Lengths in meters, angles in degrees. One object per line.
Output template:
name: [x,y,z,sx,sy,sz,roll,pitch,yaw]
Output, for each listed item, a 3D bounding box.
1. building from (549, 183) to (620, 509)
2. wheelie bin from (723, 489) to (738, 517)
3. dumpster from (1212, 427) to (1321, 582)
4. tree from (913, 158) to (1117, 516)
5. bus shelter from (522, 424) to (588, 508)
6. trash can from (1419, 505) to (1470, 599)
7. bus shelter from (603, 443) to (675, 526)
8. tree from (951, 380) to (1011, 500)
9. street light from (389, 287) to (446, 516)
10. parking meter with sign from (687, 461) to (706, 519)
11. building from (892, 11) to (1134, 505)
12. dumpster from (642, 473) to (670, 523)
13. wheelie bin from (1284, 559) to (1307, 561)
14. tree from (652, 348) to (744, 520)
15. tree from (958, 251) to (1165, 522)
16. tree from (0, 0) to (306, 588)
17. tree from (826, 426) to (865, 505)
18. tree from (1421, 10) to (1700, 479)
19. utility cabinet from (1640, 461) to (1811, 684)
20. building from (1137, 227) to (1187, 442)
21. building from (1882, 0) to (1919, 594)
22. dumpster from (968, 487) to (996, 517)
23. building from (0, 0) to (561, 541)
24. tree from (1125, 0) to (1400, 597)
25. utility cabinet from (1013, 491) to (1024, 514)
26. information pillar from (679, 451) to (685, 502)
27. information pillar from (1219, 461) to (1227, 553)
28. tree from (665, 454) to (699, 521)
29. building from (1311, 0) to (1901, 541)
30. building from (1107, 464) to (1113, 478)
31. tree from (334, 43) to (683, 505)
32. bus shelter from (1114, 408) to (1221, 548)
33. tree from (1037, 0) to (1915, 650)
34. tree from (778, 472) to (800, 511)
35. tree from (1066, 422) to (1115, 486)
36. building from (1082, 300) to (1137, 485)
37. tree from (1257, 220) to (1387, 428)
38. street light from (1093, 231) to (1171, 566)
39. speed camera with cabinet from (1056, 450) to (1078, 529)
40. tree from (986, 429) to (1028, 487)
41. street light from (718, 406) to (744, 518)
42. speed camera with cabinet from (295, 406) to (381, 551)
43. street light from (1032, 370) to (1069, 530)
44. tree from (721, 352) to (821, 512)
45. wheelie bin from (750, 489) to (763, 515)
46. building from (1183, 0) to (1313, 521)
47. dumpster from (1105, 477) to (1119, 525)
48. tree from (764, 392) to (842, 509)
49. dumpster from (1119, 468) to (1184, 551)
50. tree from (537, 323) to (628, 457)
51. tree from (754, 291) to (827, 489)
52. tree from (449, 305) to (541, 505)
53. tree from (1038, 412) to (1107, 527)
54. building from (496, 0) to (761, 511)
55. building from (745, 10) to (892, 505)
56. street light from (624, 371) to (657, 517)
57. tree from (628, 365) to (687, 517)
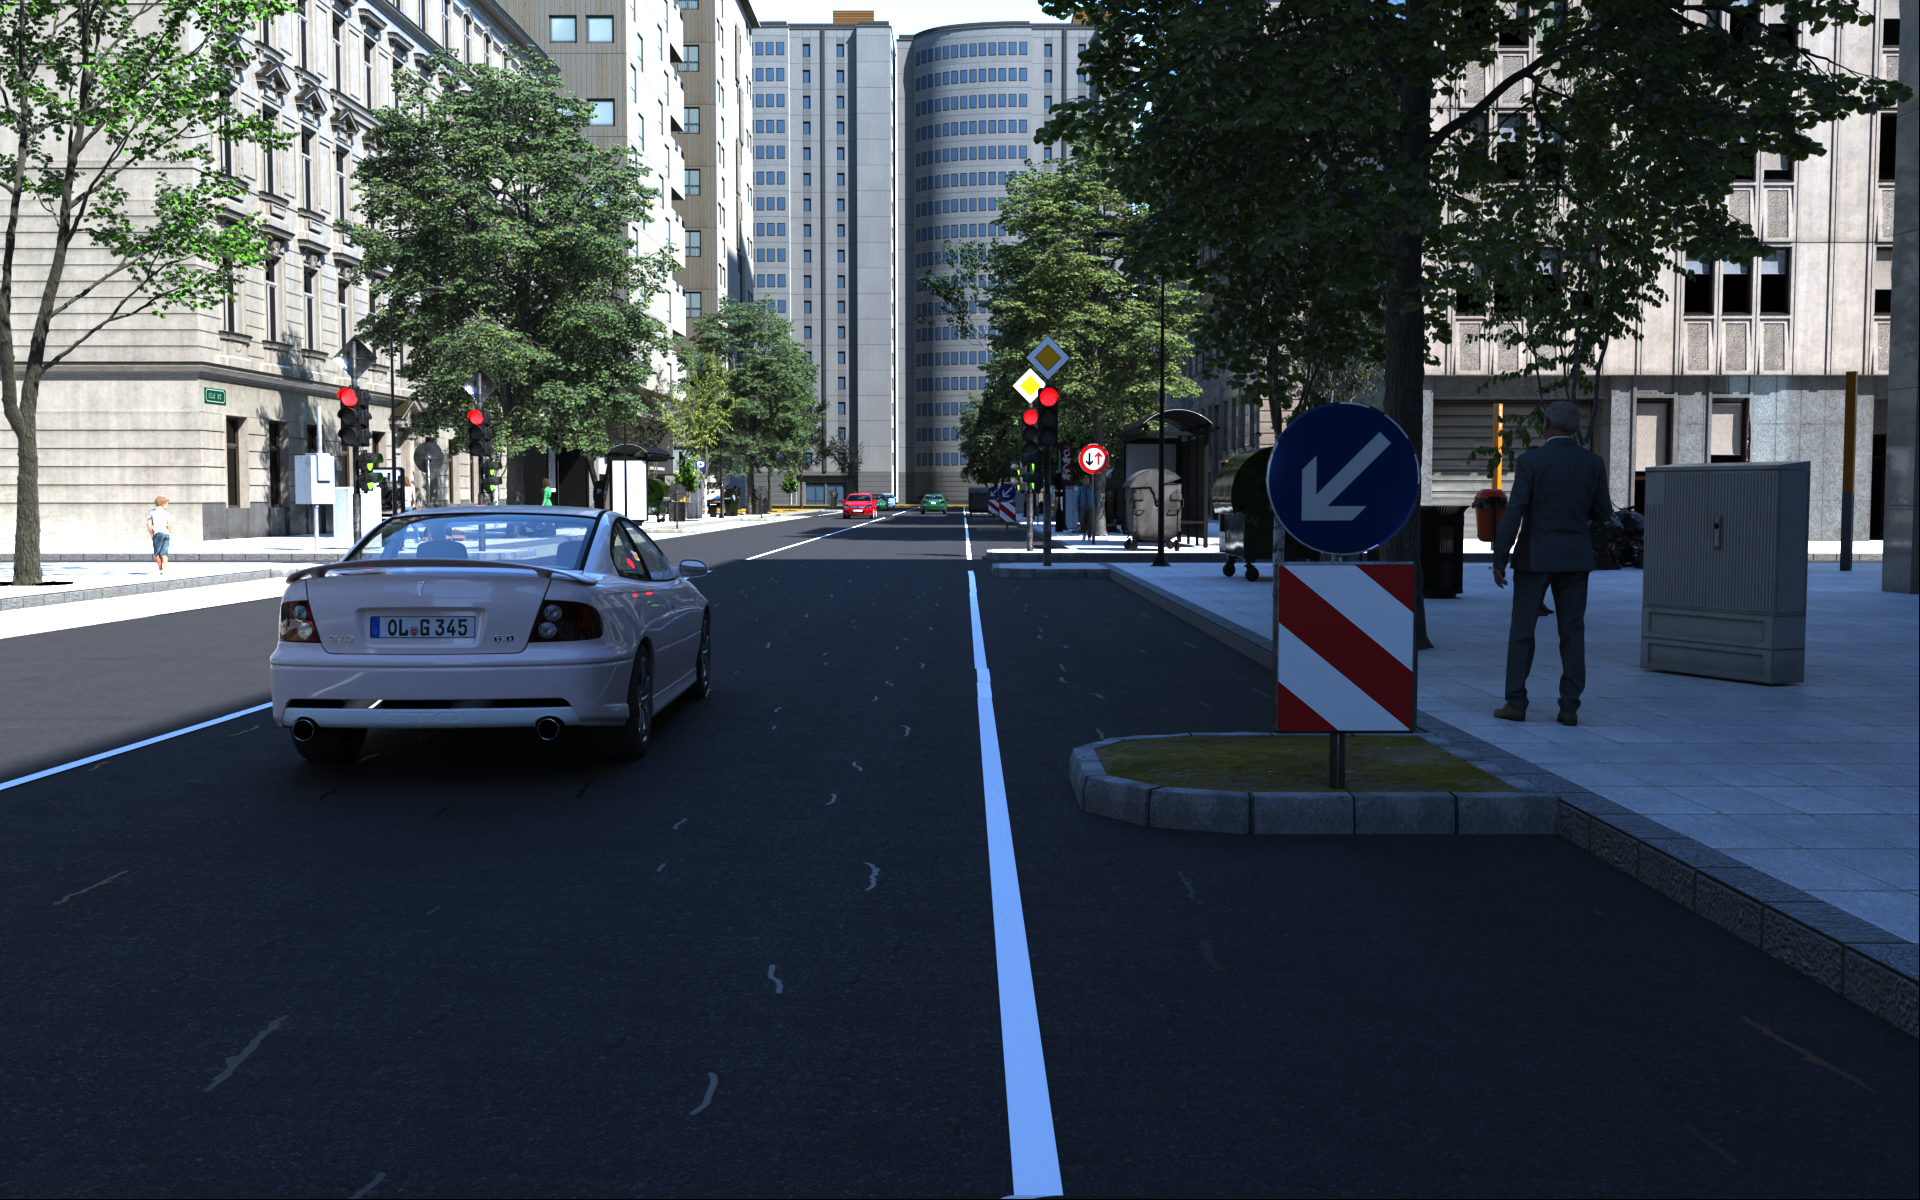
building: [-28.276,-14.152,98.845,16.820,18.784,16.811,0,3,0]
wheelie bin: [-13.042,-5.555,98.724,0.980,1.594,0.693,3,5,41]
dumpster: [4.681,-1.441,26.051,1.502,2.255,1.985,0,3,0]
tree: [3.390,-14.978,100.775,12.611,20.169,13.585,0,3,0]
bus shelter: [-14.216,-4.251,60.782,1.731,3.624,6.357,0,4,0]
trash can: [5.916,-0.598,21.435,0.748,1.137,0.748,0,3,0]
bus shelter: [-13.272,-4.764,71.819,2.014,3.302,5.546,0,3,0]
tree: [3.813,-17.163,187.275,9.857,13.997,8.962,0,3,0]
street light: [-12.198,-4.059,38.909,1.470,5.913,1.316,0,3,0]
parking meter with sign: [-13.675,-5.712,89.658,0.543,3.016,1.738,1,4,10]
building: [6.404,-41.171,215.151,28.212,58.520,21.231,0,3,0]
dumpster: [-13.919,-4.613,77.918,1.502,2.255,1.985,0,4,0]
wheelie bin: [5.805,-1.347,29.927,0.693,1.594,0.980,2,4,24]
tree: [-12.970,-8.322,86.424,4.737,8.622,4.395,0,3,0]
tree: [4.706,-9.953,79.747,9.611,12.733,9.660,0,3,0]
tree: [-13.022,-6.000,23.858,9.928,11.665,9.643,0,3,0]
tree: [-12.378,-14.488,187.237,4.360,8.622,3.978,0,3,0]
tree: [9.355,-4.641,26.241,4.737,8.622,4.395,0,3,0]
utility cabinet: [5.293,-0.206,12.054,0.318,1.500,1.173,-1,4,-23]
building: [16.779,-15.319,105.219,10.420,20.320,16.860,0,3,0]
building: [21.764,-12.269,5.117,19.350,26.468,34.151,0,3,0]
dumpster: [1.419,-6.256,110.494,1.865,1.857,1.264,0,4,1]
building: [-28.493,-17.817,67.724,17.030,29.872,44.131,0,3,0]
tree: [4.184,-4.331,21.180,4.737,8.622,4.395,0,3,0]
utility cabinet: [3.971,-6.292,111.547,1.173,1.500,0.318,2,4,26]
information pillar: [-15.148,-6.305,94.435,0.183,3.616,0.504,1,4,23]
information pillar: [5.906,-2.054,38.077,0.304,2.012,0.304,-1,4,-20]
tree: [-12.826,-5.343,81.951,1.663,3.219,1.824,0,3,0]
building: [21.754,-14.308,51.950,19.932,24.808,12.078,0,3,0]
building: [23.615,-50.302,135.107,22.319,86.520,31.000,0,3,0]
tree: [-12.724,-8.748,49.687,9.857,13.997,8.962,0,3,0]
bus shelter: [5.138,-3.040,43.634,2.014,3.302,5.546,0,3,0]
tree: [3.771,-5.841,13.630,7.486,12.596,7.792,0,3,0]
tree: [-13.046,-8.370,131.442,1.663,3.219,1.824,0,3,0]
tree: [8.752,-9.908,112.363,4.360,8.622,3.978,0,3,0]
building: [26.509,-19.741,167.801,27.650,21.520,28.899,0,3,0]
tree: [8.816,-5.526,40.720,4.360,8.622,3.978,0,3,0]
street light: [3.041,-3.558,30.715,1.470,5.913,1.316,0,3,0]
speed camera with cabinet: [4.020,-4.314,64.869,0.660,3.252,2.038,0,4,-3]
tree: [5.050,-12.461,154.103,4.737,8.622,4.395,0,3,0]
street light: [-12.138,-7.296,91.828,1.470,5.913,1.316,0,3,0]
speed camera with cabinet: [-14.313,-2.786,39.888,0.660,3.252,2.038,2,4,28]
street light: [3.154,-5.433,61.369,1.470,5.913,1.316,0,3,0]
tree: [-13.646,-12.175,124.813,9.928,11.665,9.643,0,3,0]
wheelie bin: [-12.531,-6.060,106.991,0.980,1.594,0.693,0,4,5]
building: [18.163,-17.541,84.060,12.463,27.353,25.104,0,3,0]
dumpster: [5.202,-3.287,59.497,1.264,1.857,1.865,0,3,0]
tree: [-13.840,-13.073,148.149,8.767,10.594,7.601,3,4,38]
dumpster: [4.410,-2.066,39.530,1.264,1.857,1.865,0,3,0]
tree: [-16.607,-7.504,73.061,4.360,8.622,3.978,0,3,0]
tree: [-13.197,-12.313,107.973,9.857,13.997,8.962,0,3,0]
tree: [-17.541,-7.029,65.293,4.737,8.622,4.395,0,3,0]
tree: [4.306,-5.200,68.726,4.285,4.588,4.351,0,3,0]
building: [-34.497,-35.342,167.078,27.495,52.752,28.713,0,3,0]
building: [-22.120,-41.175,215.205,28.212,58.520,21.231,0,3,0]
street light: [-12.126,-5.687,65.528,1.470,5.913,1.316,0,3,0]
tree: [-17.487,-8.995,97.426,4.360,8.622,3.978,0,3,0]
